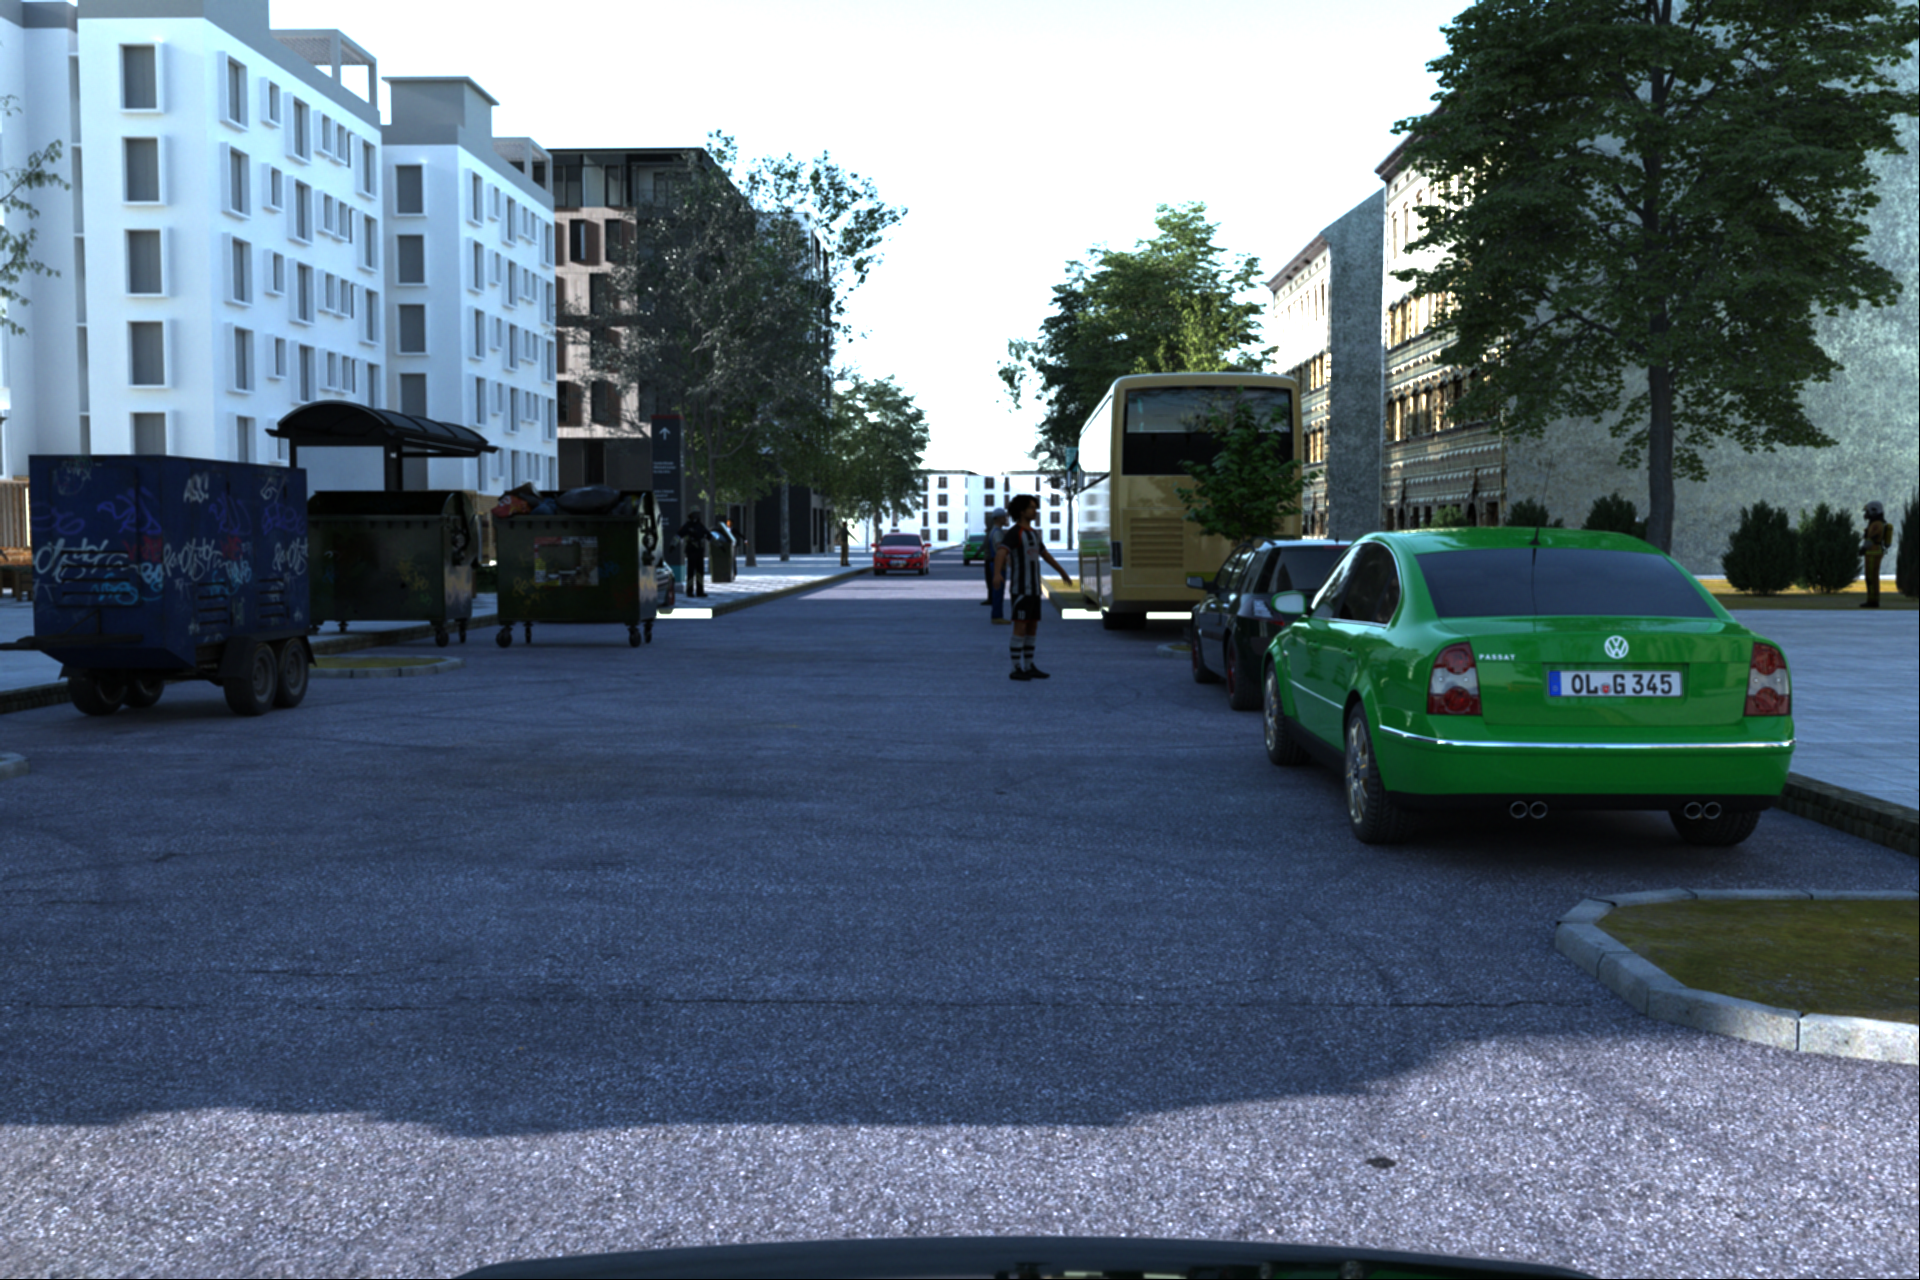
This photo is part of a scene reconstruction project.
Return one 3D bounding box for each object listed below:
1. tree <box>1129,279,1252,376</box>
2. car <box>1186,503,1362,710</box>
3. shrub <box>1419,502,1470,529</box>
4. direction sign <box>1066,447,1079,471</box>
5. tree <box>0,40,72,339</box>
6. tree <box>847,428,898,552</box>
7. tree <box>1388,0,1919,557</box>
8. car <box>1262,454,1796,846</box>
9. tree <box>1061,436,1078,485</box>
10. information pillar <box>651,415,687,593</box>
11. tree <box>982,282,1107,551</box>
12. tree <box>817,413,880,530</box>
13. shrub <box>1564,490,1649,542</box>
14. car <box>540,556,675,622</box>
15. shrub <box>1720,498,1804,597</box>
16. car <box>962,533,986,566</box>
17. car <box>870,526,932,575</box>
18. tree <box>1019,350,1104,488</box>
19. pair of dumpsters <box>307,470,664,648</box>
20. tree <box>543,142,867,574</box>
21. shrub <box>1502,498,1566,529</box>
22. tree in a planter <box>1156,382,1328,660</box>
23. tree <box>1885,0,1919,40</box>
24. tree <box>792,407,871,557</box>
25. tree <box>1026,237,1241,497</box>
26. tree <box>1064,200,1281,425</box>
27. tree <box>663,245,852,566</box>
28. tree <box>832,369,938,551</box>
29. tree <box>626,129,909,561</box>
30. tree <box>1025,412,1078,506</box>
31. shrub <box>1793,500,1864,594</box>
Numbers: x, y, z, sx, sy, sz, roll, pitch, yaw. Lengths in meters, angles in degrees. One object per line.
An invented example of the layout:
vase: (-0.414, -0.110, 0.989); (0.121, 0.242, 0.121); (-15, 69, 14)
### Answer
tree: (6.720, -6.124, 50.492); (4.737, 8.622, 4.395); (0, 3, 0)
car: (3.080, -0.346, 15.439); (2.009, 1.686, 4.222); (0, 4, 1)
shrub: (11.562, -2.227, 40.831); (1.690, 2.028, 1.600); (0, 3, 0)
direction sign: (4.159, -3.558, 46.937); (2.525, 3.948, 1.411); (0, 4, 1)
tree: (-12.617, -4.246, 19.791); (4.360, 8.622, 3.978); (0, 3, 0)
tree: (-6.428, -10.421, 120.753); (4.737, 8.622, 4.395); (0, 3, 0)
tree: (9.438, -6.460, 23.751); (7.486, 12.596, 7.792); (0, 3, 0)
car: (2.759, -0.034, 9.351); (1.959, 1.807, 4.718); (0, 4, 2)
tree: (7.912, -8.927, 96.311); (4.737, 8.622, 4.395); (0, 3, 0)
information pillar: (-6.379, -2.969, 37.915); (0.750, 3.857, 0.750); (0, 4, 1)
tree: (8.053, -16.903, 132.250); (12.611, 20.169, 13.585); (0, 3, 0)
tree: (-6.880, -9.405, 104.139); (4.360, 8.622, 3.978); (0, 3, 0)
shrub: (11.659, -1.653, 31.061); (1.661, 2.075, 1.752); (0, 3, 0)
car: (-6.024, -1.208, 29.536); (2.009, 1.686, 4.222); (0, 4, 2)
shrub: (16.595, -1.919, 35.802); (1.690, 2.028, 1.600); (0, 3, 0)
car: (1.065, -4.354, 79.984); (1.959, 1.807, 4.718); (0, 4, 1)
car: (-2.055, -3.194, 61.266); (2.155, 1.783, 4.494); (0, 4, 2)
tree: (8.642, -11.960, 105.914); (12.009, 13.543, 11.850); (0, 3, 0)
pair of dumpsters: (-6.133, -1.060, 22.289); (4.436, 2.255, 1.574); (0, 4, 2)
tree: (-8.096, -8.874, 55.454); (12.009, 13.543, 11.850); (0, 3, 0)
shrub: (11.660, -1.934, 35.668); (1.661, 2.075, 1.752); (0, 3, 0)
tree in a planter: (3.353, -1.419, 20.426); (1.991, 3.239, 1.994); (0, 4, 1)
tree: (27.947, -11.289, 40.461); (12.611, 20.169, 13.585); (0, 3, 0)
tree: (-7.218, -8.909, 96.019); (4.737, 8.622, 4.395); (0, 3, 0)
tree: (7.760, -10.271, 74.592); (9.857, 13.997, 8.962); (0, 3, 0)
tree: (7.253, -8.629, 59.209); (7.486, 12.596, 7.792); (0, 3, 0)
tree: (-8.068, -9.178, 68.184); (7.486, 12.596, 7.792); (0, 3, 0)
tree: (-6.560, -13.831, 132.796); (9.857, 13.997, 8.962); (0, 3, 0)
tree: (-9.098, -13.816, 81.788); (12.611, 20.169, 13.585); (0, 3, 0)
tree: (8.863, -11.292, 119.042); (8.767, 10.594, 7.601); (-1, 4, -10)
shrub: (18.709, -2.023, 37.488); (1.690, 2.028, 1.600); (0, 3, 0)
